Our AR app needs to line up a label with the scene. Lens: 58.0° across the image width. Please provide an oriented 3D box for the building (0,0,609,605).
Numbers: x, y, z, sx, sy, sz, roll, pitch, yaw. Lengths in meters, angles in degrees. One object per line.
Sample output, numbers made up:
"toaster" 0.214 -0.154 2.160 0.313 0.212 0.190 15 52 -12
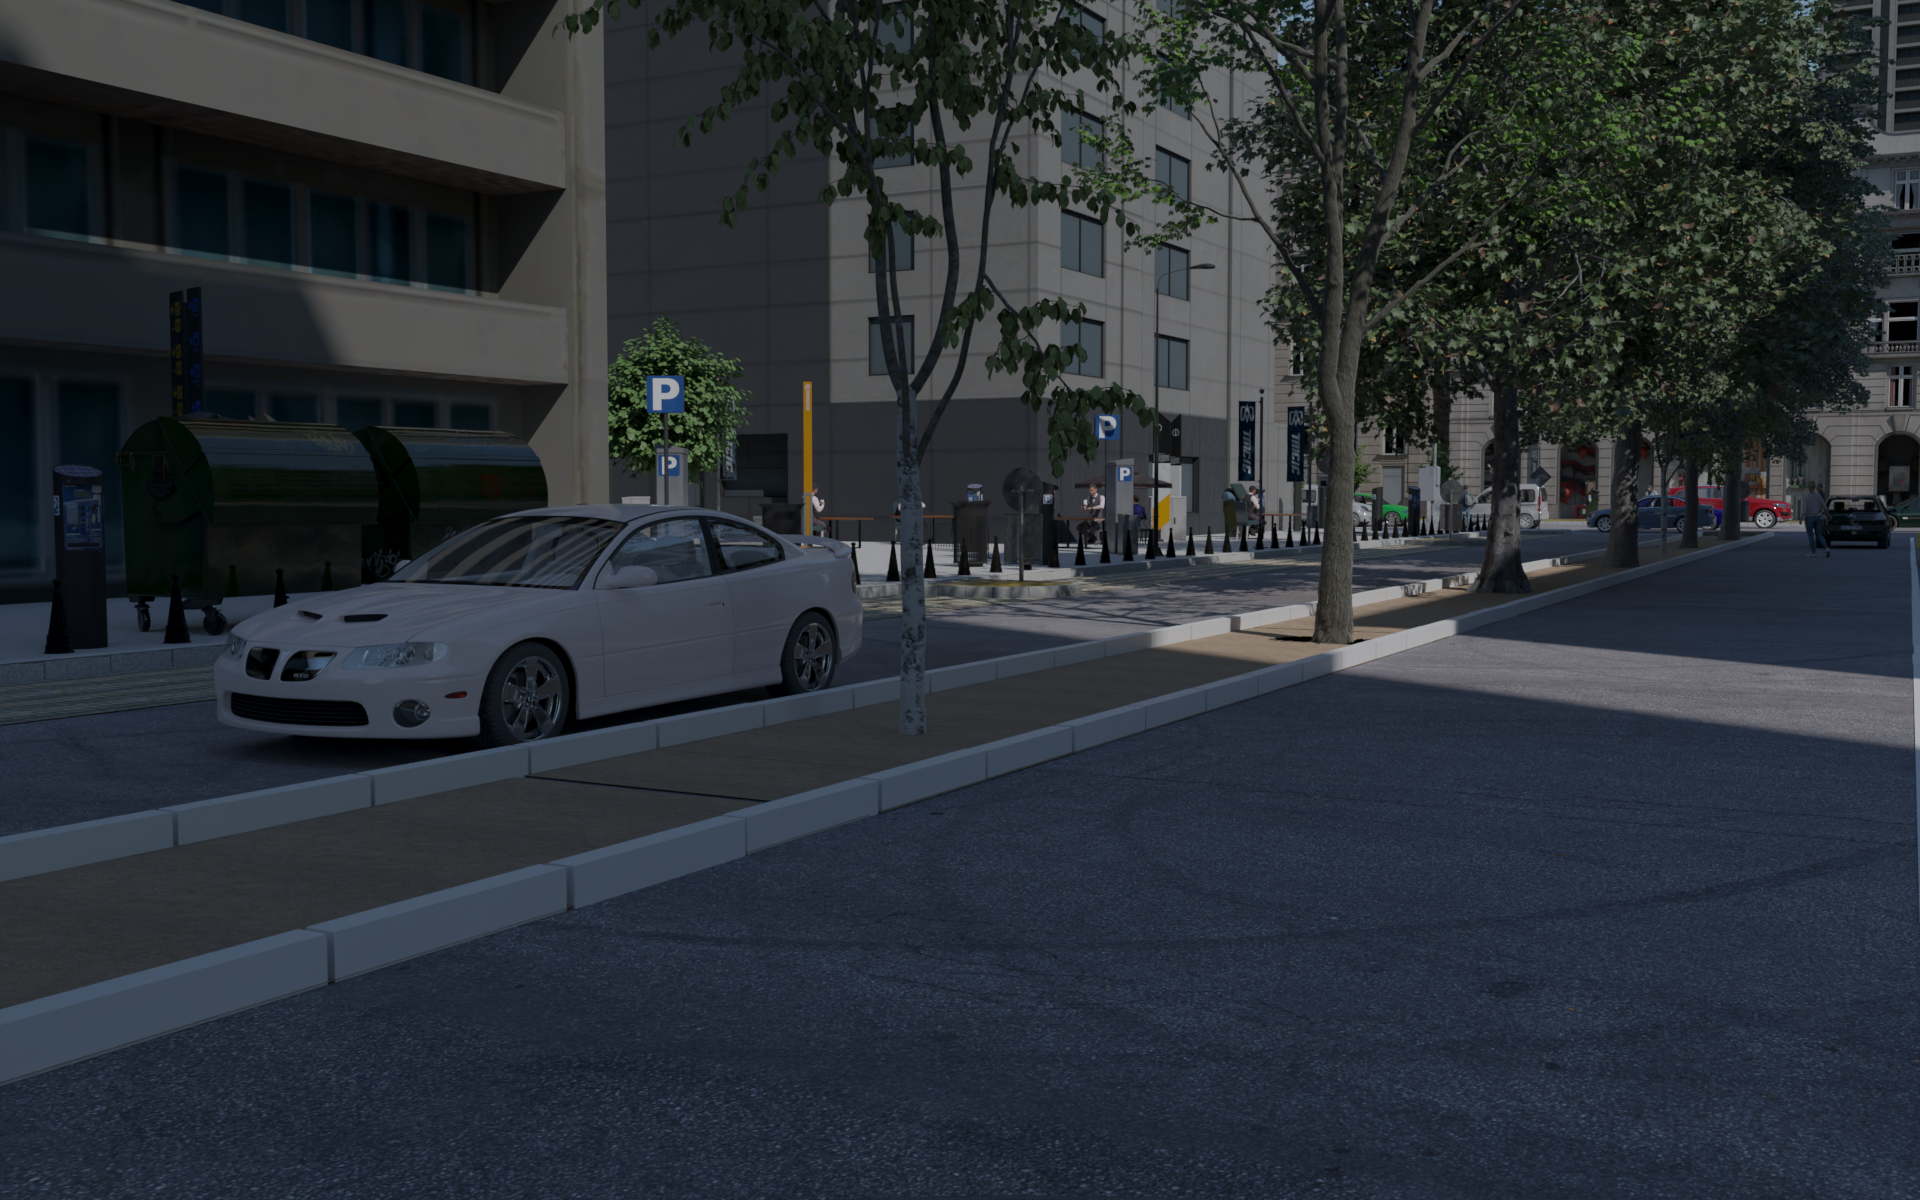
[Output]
"building" -20.020 -24.381 22.331 21.300 48.544 21.600 2 4 29

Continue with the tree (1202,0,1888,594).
"tree" 7.958 -6.452 24.948 9.611 12.733 9.660 0 3 0

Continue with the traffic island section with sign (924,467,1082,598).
"traffic island section with sign" 0.647 -0.983 24.696 1.989 1.847 2.006 2 4 29

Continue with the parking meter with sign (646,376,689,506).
"parking meter with sign" -4.368 -1.845 26.420 0.543 3.016 1.738 0 4 -2

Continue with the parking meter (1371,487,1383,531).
"parking meter" 14.419 -3.147 59.860 0.372 1.533 0.369 0 3 0

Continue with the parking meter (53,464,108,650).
"parking meter" -7.320 -0.367 14.414 0.372 1.533 0.369 0 3 0

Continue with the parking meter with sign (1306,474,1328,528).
"parking meter with sign" 13.753 -4.185 64.692 0.543 3.016 1.738 -3 5 -43

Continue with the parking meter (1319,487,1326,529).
"parking meter" 13.431 -3.395 63.919 0.372 1.533 0.369 0 3 0

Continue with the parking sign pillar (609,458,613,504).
"parking sign pillar" -8.533 -3.103 39.205 1.447 3.967 1.447 -3 5 -41

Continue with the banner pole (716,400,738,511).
"banner pole" -5.039 -2.881 37.114 0.863 3.779 0.401 3 5 44

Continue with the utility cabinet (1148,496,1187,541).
"utility cabinet" 5.686 -2.221 47.474 1.020 1.237 0.306 0 4 4

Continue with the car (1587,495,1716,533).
"car" 25.775 -3.219 64.641 4.499 1.417 2.014 2 4 27

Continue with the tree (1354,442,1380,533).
"tree" 12.667 -3.810 56.899 1.663 3.219 1.824 0 3 0

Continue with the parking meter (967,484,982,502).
"parking meter" 0.354 -2.032 41.632 0.372 1.533 0.369 0 3 0

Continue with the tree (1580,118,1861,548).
"tree" 19.364 -7.655 45.737 7.486 12.596 7.792 0 3 0

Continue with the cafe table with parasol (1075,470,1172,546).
"cafe table with parasol" 4.104 -2.374 43.686 2.610 1.966 2.610 3 5 40

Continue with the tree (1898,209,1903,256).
"tree" 23.833 -8.815 53.233 9.857 13.997 8.962 0 3 0

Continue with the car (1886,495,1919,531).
"car" 36.751 -3.439 66.014 4.222 1.686 2.009 2 4 27

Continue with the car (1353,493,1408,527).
"car" 18.050 -4.178 77.112 4.718 1.807 1.959 2 4 27

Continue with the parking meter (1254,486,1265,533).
"parking meter" 9.795 -2.952 56.673 0.372 1.533 0.369 0 3 0

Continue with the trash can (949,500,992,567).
"trash can" 0.184 -1.157 30.564 0.748 1.137 0.748 0 3 0

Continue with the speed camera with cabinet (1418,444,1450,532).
"speed camera with cabinet" 16.026 -3.925 58.517 0.660 3.252 2.038 2 4 30

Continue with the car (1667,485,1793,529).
"car" 32.263 -3.944 73.159 5.304 1.827 2.281 2 4 28

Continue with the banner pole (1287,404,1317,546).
"banner pole" 8.546 -3.262 43.355 0.863 3.779 0.401 2 4 35

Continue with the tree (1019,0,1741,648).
"tree" 3.622 -5.377 16.119 9.928 11.665 9.643 0 3 0

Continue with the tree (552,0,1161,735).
"tree" -0.359 -3.487 9.824 4.737 8.622 4.395 0 3 0

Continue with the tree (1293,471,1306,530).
"tree" 12.122 -4.177 62.897 1.663 3.219 1.824 0 3 0

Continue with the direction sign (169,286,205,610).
"direction sign" -8.585 -1.669 19.290 0.379 3.537 0.876 -3 5 -44

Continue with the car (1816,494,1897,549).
"car" 24.166 -2.263 46.788 2.009 1.686 4.222 2 4 29

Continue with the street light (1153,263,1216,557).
"street light" 4.499 -3.832 35.194 1.470 5.913 1.316 2 4 29

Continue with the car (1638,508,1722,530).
"car" 28.815 -3.479 69.456 3.894 1.354 1.945 2 4 30

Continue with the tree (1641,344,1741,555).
"tree" 16.503 -5.354 40.352 4.737 8.622 4.395 0 3 0

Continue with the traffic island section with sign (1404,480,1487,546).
"traffic island section with sign" 13.666 -2.435 48.432 1.989 1.847 2.006 2 4 29

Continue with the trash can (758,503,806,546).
"trash can" -2.763 -0.932 26.884 0.748 1.137 0.748 0 3 0

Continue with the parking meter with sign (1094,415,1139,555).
"parking meter with sign" 3.421 -2.512 37.332 0.543 3.016 1.738 -1 4 -14

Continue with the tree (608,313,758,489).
"tree" -5.288 -2.920 31.456 4.285 4.588 4.351 0 3 0

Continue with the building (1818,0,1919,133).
"building" 123.592 -48.224 226.711 20.611 71.187 20.563 2 4 29

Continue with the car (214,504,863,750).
"car" -2.443 0.073 11.171 2.083 1.381 4.827 2 4 28

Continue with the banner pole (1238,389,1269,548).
"banner pole" 6.940 -3.123 41.086 0.863 3.779 0.401 -1 4 -21

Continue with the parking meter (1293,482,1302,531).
"parking meter" 11.660 -3.309 59.817 0.255 1.863 0.399 0 4 5

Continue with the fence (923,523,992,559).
"fence" -0.239 -1.197 34.952 2.069 0.683 0.278 2 4 35

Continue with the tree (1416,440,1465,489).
"tree" 17.178 -4.111 61.816 1.663 3.219 1.824 0 3 0

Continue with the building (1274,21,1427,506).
"building" 61.325 -50.318 260.943 20.611 71.187 20.563 2 4 29

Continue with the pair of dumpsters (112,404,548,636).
"pair of dumpsters" -6.260 -0.927 17.645 1.574 2.255 4.437 2 4 29

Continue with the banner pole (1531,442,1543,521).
"banner pole" 27.737 -5.709 83.365 0.401 3.779 0.863 -1 4 -19

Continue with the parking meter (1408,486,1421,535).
"parking meter" 14.134 -2.783 53.906 0.372 1.533 0.369 0 3 0

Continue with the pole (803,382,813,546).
"pole" -2.778 -2.309 31.589 0.158 3.312 0.155 0 3 0

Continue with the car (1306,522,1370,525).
"car" 17.144 -4.141 80.064 4.827 1.381 2.083 2 4 27

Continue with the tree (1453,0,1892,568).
"tree" 12.916 -7.602 33.404 9.857 13.997 8.962 0 3 0

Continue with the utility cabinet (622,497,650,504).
"utility cabinet" -8.272 -2.022 44.219 0.306 1.237 1.020 1 4 16

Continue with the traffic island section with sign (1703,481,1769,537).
"traffic island section with sign" 26.542 -3.117 59.099 2.006 1.907 1.989 2 4 29

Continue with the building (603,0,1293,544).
"building" -2.058 -37.762 55.656 20.611 71.187 20.563 2 4 29

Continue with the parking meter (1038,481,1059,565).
"parking meter" 1.593 -1.397 31.259 0.372 1.533 0.369 0 3 0
